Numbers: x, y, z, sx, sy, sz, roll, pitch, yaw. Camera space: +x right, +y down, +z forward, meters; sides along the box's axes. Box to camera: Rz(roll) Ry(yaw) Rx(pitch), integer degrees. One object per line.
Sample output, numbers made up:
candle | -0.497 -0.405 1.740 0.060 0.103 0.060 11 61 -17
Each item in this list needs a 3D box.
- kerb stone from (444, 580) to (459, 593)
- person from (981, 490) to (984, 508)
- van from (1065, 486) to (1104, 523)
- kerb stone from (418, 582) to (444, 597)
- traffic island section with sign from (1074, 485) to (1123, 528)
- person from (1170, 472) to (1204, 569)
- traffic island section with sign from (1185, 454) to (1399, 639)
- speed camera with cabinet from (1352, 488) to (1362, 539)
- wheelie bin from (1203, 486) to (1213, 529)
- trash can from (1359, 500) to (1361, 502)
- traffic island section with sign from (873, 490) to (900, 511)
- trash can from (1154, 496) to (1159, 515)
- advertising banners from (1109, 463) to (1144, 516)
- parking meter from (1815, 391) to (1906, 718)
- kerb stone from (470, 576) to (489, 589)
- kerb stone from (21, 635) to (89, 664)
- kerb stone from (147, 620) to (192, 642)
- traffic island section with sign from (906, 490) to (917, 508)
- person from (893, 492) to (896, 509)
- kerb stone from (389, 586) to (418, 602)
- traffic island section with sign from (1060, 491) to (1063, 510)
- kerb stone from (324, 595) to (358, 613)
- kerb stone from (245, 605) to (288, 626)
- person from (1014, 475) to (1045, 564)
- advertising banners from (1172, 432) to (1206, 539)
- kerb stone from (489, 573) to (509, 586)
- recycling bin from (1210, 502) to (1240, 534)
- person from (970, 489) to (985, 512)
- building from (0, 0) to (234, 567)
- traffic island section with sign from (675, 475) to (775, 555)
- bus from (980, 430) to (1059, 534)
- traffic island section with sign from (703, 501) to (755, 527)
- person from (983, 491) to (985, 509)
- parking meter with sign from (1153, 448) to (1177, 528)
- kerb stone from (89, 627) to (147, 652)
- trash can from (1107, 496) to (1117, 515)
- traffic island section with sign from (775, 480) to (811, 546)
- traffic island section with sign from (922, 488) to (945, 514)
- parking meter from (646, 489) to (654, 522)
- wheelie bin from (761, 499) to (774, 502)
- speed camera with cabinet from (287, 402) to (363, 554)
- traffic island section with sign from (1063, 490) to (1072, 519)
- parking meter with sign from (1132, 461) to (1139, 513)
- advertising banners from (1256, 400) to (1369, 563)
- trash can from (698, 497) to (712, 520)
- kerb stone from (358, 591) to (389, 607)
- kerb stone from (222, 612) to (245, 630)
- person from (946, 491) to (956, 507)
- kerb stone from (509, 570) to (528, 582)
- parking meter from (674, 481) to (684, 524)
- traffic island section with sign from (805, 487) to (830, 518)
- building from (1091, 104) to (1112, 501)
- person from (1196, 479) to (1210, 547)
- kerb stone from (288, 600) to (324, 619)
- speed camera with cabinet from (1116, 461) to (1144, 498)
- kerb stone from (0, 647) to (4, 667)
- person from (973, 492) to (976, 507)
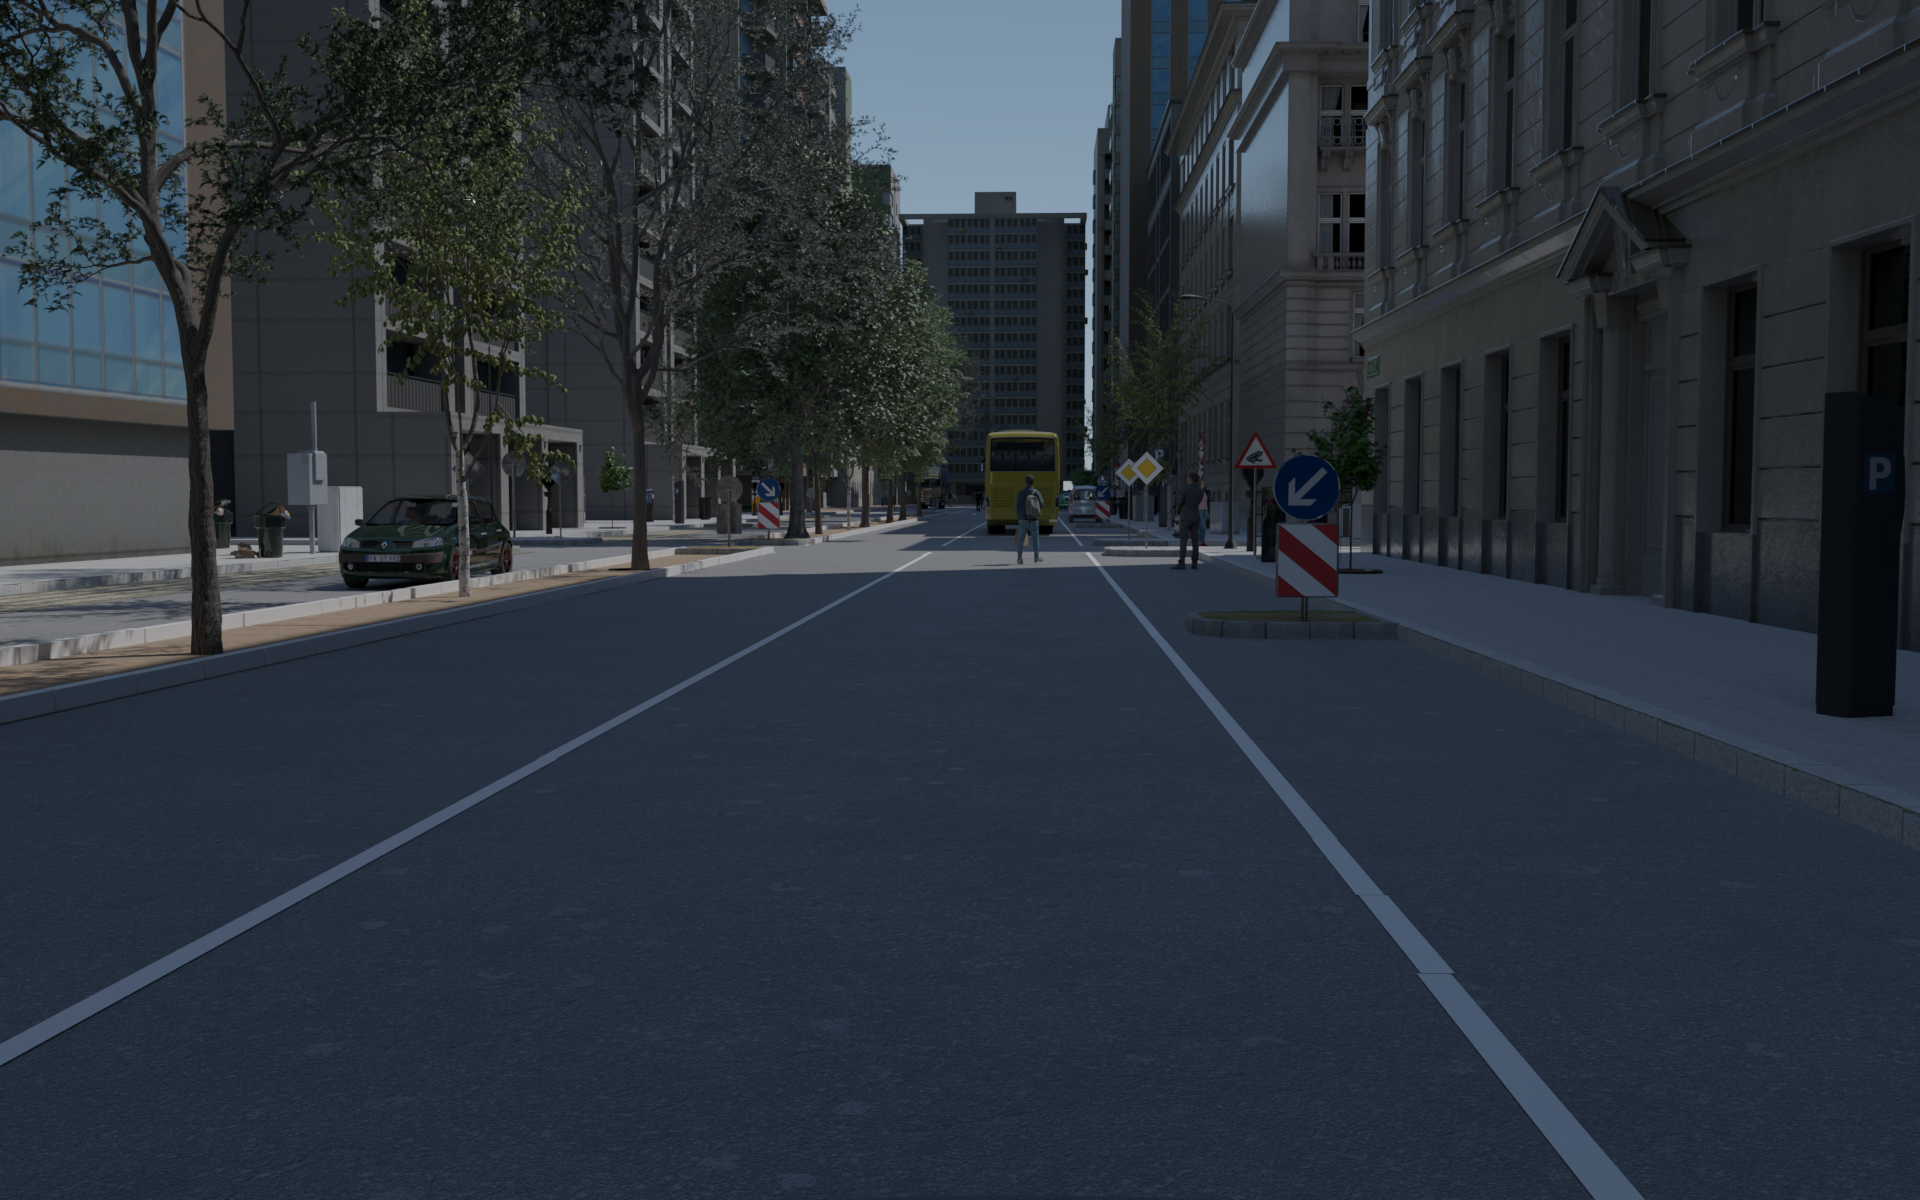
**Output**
kerb stone | -7.450 -0.188 25.263 0.120 0.150 1.000 0 4 3
person | 2.234 -10.060 172.995 0.705 1.821 1.348 0 4 6
van | 6.369 -4.981 88.451 2.013 2.044 4.112 0 4 3
kerb stone | -7.494 -0.125 24.233 0.120 0.150 1.000 0 4 3
traffic island section with sign | 5.898 -3.962 73.402 1.989 1.847 2.006 0 4 3
person | 4.326 -1.515 33.077 0.655 1.846 0.447 -2 4 -28
traffic island section with sign | 3.388 -0.577 18.066 1.989 1.847 2.006 0 4 3
speed camera with cabinet | 11.350 -3.331 48.792 0.660 3.252 2.038 1 4 17
wheelie bin | 8.922 -3.435 64.063 0.693 1.594 0.980 -2 4 -29
trash can | 9.826 -1.796 41.026 0.748 1.137 0.748 0 3 0
traffic island section with sign | -6.487 -8.721 151.209 1.989 1.847 2.006 0 4 3
trash can | 11.627 -5.677 104.465 0.748 1.137 0.748 0 3 0
advertising banners | 9.585 -6.224 97.947 2.074 3.025 0.090 1 4 18
parking meter | 5.213 -0.264 10.021 0.399 1.863 0.255 -1 4 -18
kerb stone | -7.402 -0.249 26.289 0.120 0.150 1.000 0 4 3
kerb stone | -7.912 0.439 15.023 0.120 0.150 1.000 0 4 3
kerb stone | -7.827 0.320 17.069 0.120 0.150 1.000 0 4 3
traffic island section with sign | -5.272 -10.368 178.137 1.989 1.847 2.006 0 4 3
person | -5.881 -8.898 155.456 0.593 1.643 0.415 3 4 36
kerb stone | -7.544 -0.060 23.213 0.120 0.150 1.000 0 4 3
traffic island section with sign | 10.671 -10.377 178.289 1.989 1.847 2.006 0 4 3
kerb stone | -7.648 0.063 21.167 0.120 0.150 1.000 0 4 3
kerb stone | -7.727 0.188 19.125 0.120 0.150 1.000 0 4 3
person | 1.364 -1.639 35.291 0.794 1.824 0.713 3 4 36
advertising banners | 6.586 -3.274 49.711 0.090 3.025 2.074 -1 4 -18
kerb stone | -7.364 -0.306 27.316 0.120 0.150 1.000 0 4 3
recycling bin | 8.551 -2.652 55.922 0.722 1.027 0.722 -2 4 -24
person | 1.434 -7.972 138.476 1.348 1.869 0.705 -2 4 -27
building | -23.532 -23.278 30.708 14.200 45.320 14.600 0 4 3
traffic island section with sign | -5.653 -2.043 41.548 2.006 1.907 1.989 0 4 3
bus | 2.212 -4.511 65.298 2.896 3.916 12.252 0 4 1
traffic island section with sign | -9.968 -4.063 75.062 1.989 1.847 2.006 0 4 3
person | 2.402 -9.632 166.653 0.621 1.740 0.551 -2 4 -25
parking meter with sign | 8.094 -4.328 67.029 0.543 3.016 1.738 2 4 32
kerb stone | -7.875 0.376 16.045 0.120 0.150 1.000 0 4 3
trash can | 9.352 -5.794 106.384 0.748 1.137 0.748 0 3 0
traffic island section with sign | -5.307 -2.496 48.947 2.006 1.907 1.989 0 4 3
traffic island section with sign | -1.901 -7.087 124.008 2.006 1.907 1.989 0 4 3
parking meter | -14.232 -4.344 79.430 0.372 1.533 0.369 0 3 0
wheelie bin | -11.828 -6.008 106.135 0.980 1.594 0.693 2 4 24
speed camera with cabinet | -13.862 -2.661 37.837 0.660 3.252 2.038 1 4 12
traffic island section with sign | 7.165 -5.654 101.067 1.989 1.847 2.006 0 4 3
parking meter with sign | 9.428 -5.939 93.370 0.543 3.016 1.738 1 4 8
advertising banners | 6.600 -2.211 32.341 2.074 3.025 0.090 1 4 10
trash can | -12.657 -4.546 85.984 0.748 1.137 0.748 0 3 0
kerb stone | -7.591 0.001 22.192 0.120 0.150 1.000 0 4 3
kerb stone | -7.783 0.251 18.099 0.120 0.150 1.000 0 4 3
person | -1.036 -10.890 186.557 1.348 1.822 0.705 2 4 25
kerb stone | -7.314 -0.375 28.344 0.120 0.150 1.000 0 4 3
parking meter | -12.109 -4.220 74.713 0.399 1.863 0.255 3 4 38
traffic island section with sign | -8.719 -5.719 102.131 1.989 1.847 2.006 0 4 3
building | 27.437 -36.385 218.592 21.600 48.544 21.300 0 4 3
person | 6.331 -2.261 45.469 0.388 1.821 0.555 2 4 33
kerb stone | -7.692 0.126 20.146 0.120 0.150 1.000 0 4 3
speed camera with cabinet | 10.214 -6.619 102.558 0.660 3.252 2.038 -3 5 -44
kerb stone | -7.965 0.501 14.000 0.120 0.150 1.000 0 4 3
person | 1.726 -11.191 192.938 0.593 1.643 0.415 -1 4 -9
